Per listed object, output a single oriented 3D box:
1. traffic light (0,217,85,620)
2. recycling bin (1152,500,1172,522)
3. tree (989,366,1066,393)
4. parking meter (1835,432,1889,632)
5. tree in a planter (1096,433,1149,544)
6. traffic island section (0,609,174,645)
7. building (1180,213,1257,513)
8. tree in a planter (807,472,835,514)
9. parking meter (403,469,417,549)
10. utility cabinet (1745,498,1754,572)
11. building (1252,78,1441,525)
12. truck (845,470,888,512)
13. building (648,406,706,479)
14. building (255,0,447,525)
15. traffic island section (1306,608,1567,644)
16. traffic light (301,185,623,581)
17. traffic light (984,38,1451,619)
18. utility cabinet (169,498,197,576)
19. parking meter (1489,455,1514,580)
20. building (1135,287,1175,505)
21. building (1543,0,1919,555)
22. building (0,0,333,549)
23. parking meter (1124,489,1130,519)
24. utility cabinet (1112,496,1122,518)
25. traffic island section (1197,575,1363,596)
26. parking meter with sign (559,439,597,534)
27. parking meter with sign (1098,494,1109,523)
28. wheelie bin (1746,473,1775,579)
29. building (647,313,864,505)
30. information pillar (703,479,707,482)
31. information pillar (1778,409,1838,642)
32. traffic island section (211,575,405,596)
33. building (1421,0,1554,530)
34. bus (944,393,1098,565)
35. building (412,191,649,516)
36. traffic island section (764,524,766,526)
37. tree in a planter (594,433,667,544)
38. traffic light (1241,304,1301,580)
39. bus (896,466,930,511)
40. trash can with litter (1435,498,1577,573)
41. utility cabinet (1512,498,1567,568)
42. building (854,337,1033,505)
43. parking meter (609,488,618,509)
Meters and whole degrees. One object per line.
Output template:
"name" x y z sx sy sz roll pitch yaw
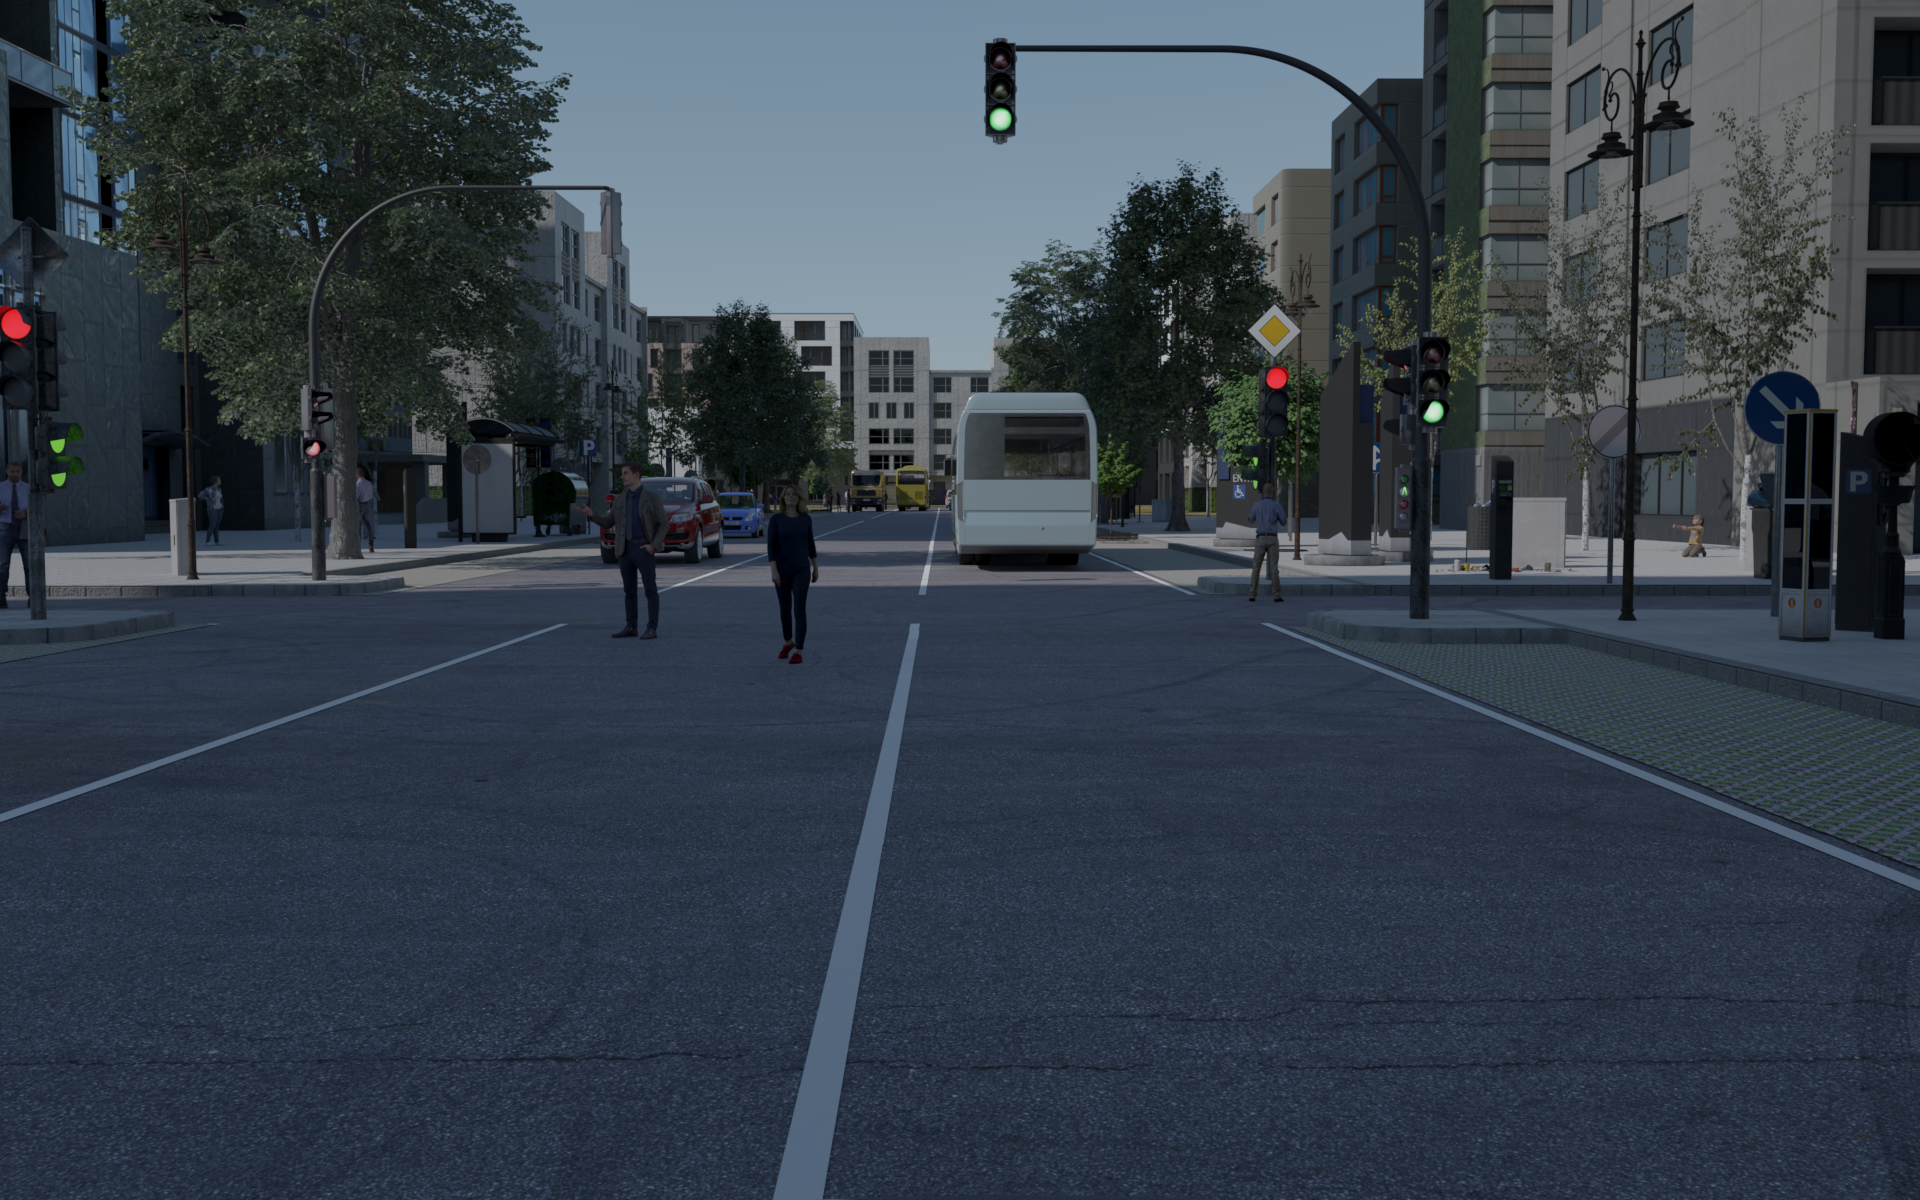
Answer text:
"traffic light" -9.411 -1.754 17.605 0.839 4.253 0.868 0 4 -1
"recycling bin" 9.310 -4.119 79.897 0.722 1.027 0.722 2 4 31
"tree" 5.858 -12.761 134.400 9.928 11.665 9.643 0 3 0
"parking meter" 8.459 -0.643 16.216 0.255 1.863 0.399 -3 5 -43
"tree in a planter" 4.412 -3.254 50.433 1.991 3.239 1.994 0 4 -1
"traffic island section" -9.451 0.278 17.739 2.009 0.180 2.903 0 4 -1
"building" 25.252 -15.369 117.733 16.747 18.905 31.486 0 4 -1
"tree in a planter" -10.247 -7.964 127.433 1.991 3.239 1.994 0 4 -1
"parking meter" -12.999 -2.155 40.938 0.255 1.863 0.399 -1 4 -22
"utility cabinet" 13.186 -1.047 28.276 0.306 1.237 1.020 0 4 2
"building" 31.000 -14.792 86.883 27.650 21.520 28.899 0 4 -1
"truck" -7.543 -8.920 141.774 3.469 3.379 9.791 0 4 -1
"building" -38.329 -13.458 162.189 28.070 9.664 9.099 0 4 -1
"building" -39.359 -23.681 79.064 32.217 40.220 23.993 0 4 -1
"traffic island section" 4.750 0.269 17.880 2.009 0.180 2.903 0 4 -1
"traffic light" -7.402 -3.118 25.646 4.771 5.953 1.251 0 4 -1
"traffic light" 2.619 -2.626 17.603 4.771 5.953 1.251 0 4 -1
"utility cabinet" -12.404 -1.008 27.636 0.306 1.237 1.020 -2 4 -29
"parking meter" 8.123 -1.240 25.979 0.255 1.863 0.399 0 4 2
"building" 30.853 -18.731 150.222 27.936 21.610 32.646 0 4 -1
"building" 29.302 -37.067 44.302 20.611 71.187 20.563 0 4 -1
"building" -33.414 -45.062 49.433 22.319 86.520 31.000 0 4 -1
"parking meter" 8.613 -4.958 89.481 0.372 1.533 0.369 0 3 0
"utility cabinet" 8.221 -5.120 92.385 1.173 1.500 0.318 1 4 22
"traffic island section" 4.668 -0.219 25.865 2.009 0.180 2.903 0 4 -1
"parking meter with sign" -12.335 -3.630 55.604 0.543 3.016 1.738 -3 5 -41
"parking meter with sign" 6.262 -4.975 77.602 0.543 3.016 1.738 -1 4 -13
"wheelie bin" 12.396 -1.123 26.272 0.980 1.594 0.693 0 4 -3
"building" -28.400 -22.341 209.248 32.646 21.610 27.936 0 4 -1
"information pillar" -12.375 -4.832 83.496 0.304 2.012 0.304 -2 4 -34
"information pillar" 7.396 -0.649 15.111 0.304 2.012 0.304 -1 4 -17
"traffic island section" -9.533 -0.211 25.724 2.009 0.180 2.903 0 4 -1
"building" 24.768 -23.308 64.673 14.154 41.232 14.086 0 4 -1
"bus" 1.138 -2.645 38.098 2.948 3.499 13.247 0 4 -1
"building" -32.103 -15.314 116.838 16.747 18.905 31.486 0 4 -1
"traffic island section" -9.736 -3.350 77.643 1.991 0.108 1.994 0 4 -1
"tree in a planter" -9.453 -3.245 50.281 1.991 3.239 1.994 0 4 -1
"traffic light" 4.628 -2.253 25.750 0.839 4.253 0.868 0 4 -1
"bus" -4.056 -9.637 149.111 2.896 3.916 12.252 0 4 0
"trash can with litter" 9.088 -1.084 28.783 2.233 1.210 1.678 1 4 18
"utility cabinet" 10.066 -1.172 30.320 1.020 1.237 0.306 1 4 18
"building" 3.726 -20.622 203.629 31.486 18.905 16.747 0 4 -1
"parking meter" -14.929 -4.057 74.748 0.372 1.533 0.369 0 3 0
